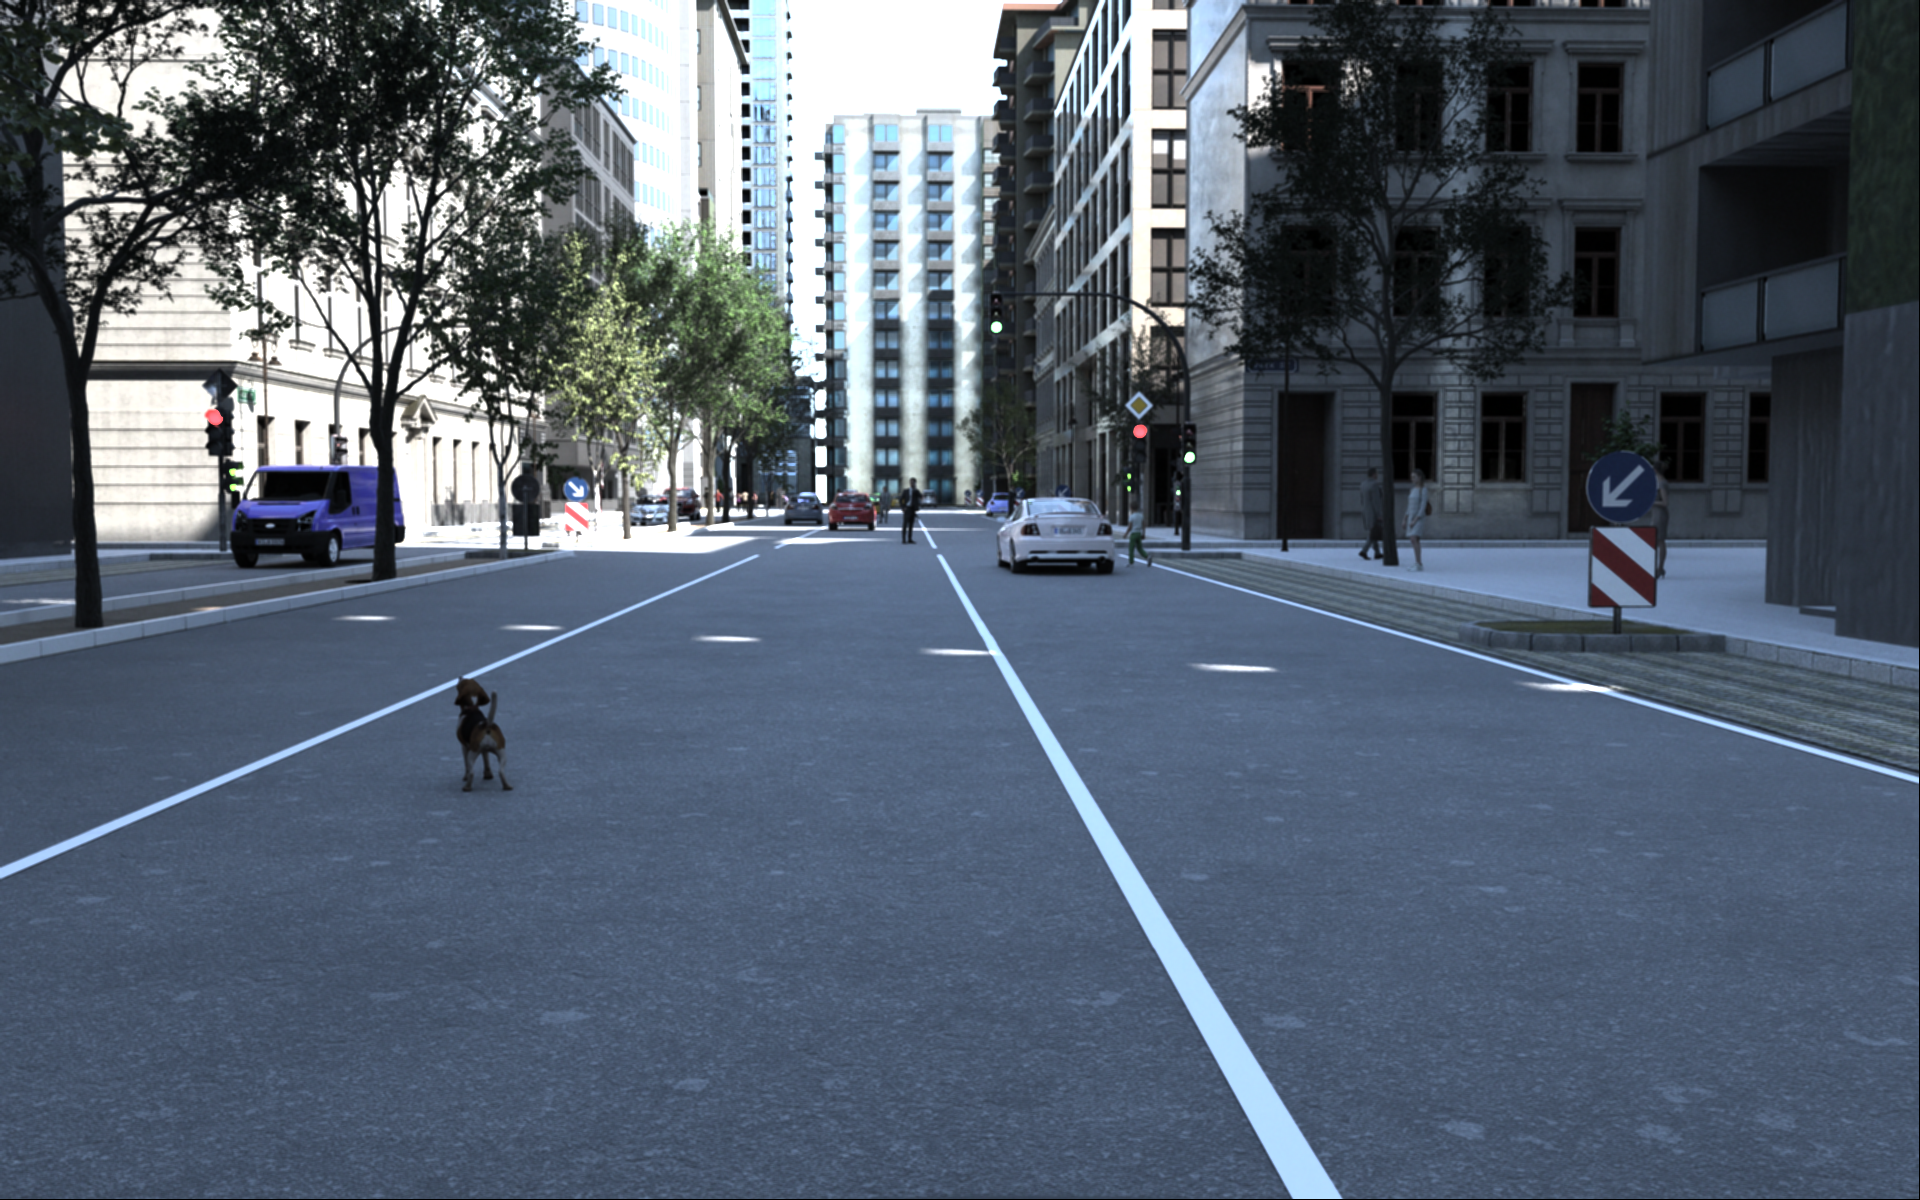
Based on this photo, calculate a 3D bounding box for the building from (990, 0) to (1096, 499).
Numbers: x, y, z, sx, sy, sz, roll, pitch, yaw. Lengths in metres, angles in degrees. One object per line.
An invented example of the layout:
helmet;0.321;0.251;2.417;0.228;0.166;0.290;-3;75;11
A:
building;14.139;-30.629;155.415;22.147;44.769;28.867;0;4;-2

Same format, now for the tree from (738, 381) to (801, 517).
tree;-11.642;-9.277;104.494;4.737;8.622;4.395;0;3;0

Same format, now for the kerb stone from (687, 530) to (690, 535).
kerb stone;-9.594;-2.327;60.240;0.120;0.150;1.000;0;4;-2

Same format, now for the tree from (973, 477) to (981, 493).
tree;2.295;-12.582;200.318;1.663;3.219;1.824;0;3;0

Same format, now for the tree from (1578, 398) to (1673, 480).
tree;13.462;-2.475;35.063;1.663;3.219;1.824;0;3;0

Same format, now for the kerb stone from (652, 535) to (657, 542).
kerb stone;-9.318;-1.824;52.058;0.120;0.150;1.000;0;4;-2

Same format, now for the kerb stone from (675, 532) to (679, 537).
kerb stone;-9.489;-2.139;57.173;0.120;0.150;1.000;0;4;-2

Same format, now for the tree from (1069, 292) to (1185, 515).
tree;6.358;-6.874;62.755;4.360;8.622;3.978;0;3;0

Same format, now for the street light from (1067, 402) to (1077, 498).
street light;5.656;-6.997;87.189;0.468;5.910;1.993;0;4;-2

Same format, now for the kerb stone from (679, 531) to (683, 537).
kerb stone;-9.520;-2.202;58.195;0.120;0.150;1.000;0;4;-2

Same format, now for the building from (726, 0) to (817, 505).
building;-33.720;-55.165;214.621;31.000;86.520;22.319;0;4;-2

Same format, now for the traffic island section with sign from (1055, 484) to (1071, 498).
traffic island section with sign;4.107;-3.874;71.966;1.989;1.847;2.006;0;4;-2

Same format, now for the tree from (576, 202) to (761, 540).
tree;-10.330;-7.158;53.899;8.767;10.594;7.601;0;4;-2

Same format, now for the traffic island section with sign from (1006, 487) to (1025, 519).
traffic island section with sign;3.222;-5.522;98.907;1.989;1.847;2.006;0;4;-2

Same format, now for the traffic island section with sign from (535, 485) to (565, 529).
traffic island section with sign;-17.211;-3.832;71.285;1.989;1.847;2.006;0;4;-2

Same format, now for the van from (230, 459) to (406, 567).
van;-13.176;-1.910;35.609;2.240;2.365;5.245;0;3;0

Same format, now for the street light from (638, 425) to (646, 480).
street light;-21.060;-8.666;114.470;0.468;5.910;1.993;0;4;-2

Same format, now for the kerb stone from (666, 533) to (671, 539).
kerb stone;-9.422;-2.014;55.123;0.120;0.150;1.000;0;4;-2

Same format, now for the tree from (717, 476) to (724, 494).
tree;-23.251;-10.626;168.339;1.663;3.219;1.824;0;3;0

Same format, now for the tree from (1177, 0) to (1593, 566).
tree;7.390;-5.895;30.790;7.601;10.594;8.767;0;3;0

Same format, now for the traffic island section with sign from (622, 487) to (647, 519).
traffic island section with sign;-18.093;-5.490;98.390;1.989;1.847;2.006;0;4;-2

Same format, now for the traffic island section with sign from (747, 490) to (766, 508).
traffic island section with sign;-20.597;-10.197;175.342;1.989;1.847;2.006;0;4;-2

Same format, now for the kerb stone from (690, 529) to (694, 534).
kerb stone;-9.624;-2.389;61.262;0.120;0.150;1.000;0;4;-2

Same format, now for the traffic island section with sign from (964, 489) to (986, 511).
traffic island section with sign;1.571;-8.629;149.711;1.989;1.847;2.006;0;4;-2

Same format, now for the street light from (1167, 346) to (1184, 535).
street light;6.758;-4.955;53.798;0.468;5.910;1.993;0;4;-2

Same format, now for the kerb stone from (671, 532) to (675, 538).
kerb stone;-9.457;-2.076;56.144;0.120;0.150;1.000;0;4;-2

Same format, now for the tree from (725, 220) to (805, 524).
tree;-10.501;-8.272;63.457;9.928;11.665;9.643;0;3;0

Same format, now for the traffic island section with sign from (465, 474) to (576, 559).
traffic island section with sign;-9.951;-1.897;39.149;2.006;1.907;1.989;0;4;-2

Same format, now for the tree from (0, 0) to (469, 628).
tree;-9.307;-4.997;18.566;8.767;10.594;7.601;0;4;-2

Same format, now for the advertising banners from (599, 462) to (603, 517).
advertising banners;-19.729;-6.036;94.872;0.090;3.025;2.074;0;4;0

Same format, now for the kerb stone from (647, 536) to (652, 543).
kerb stone;-9.292;-1.764;51.036;0.120;0.150;1.000;0;4;-2

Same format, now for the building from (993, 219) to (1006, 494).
building;10.338;-24.800;177.187;14.160;30.474;14.107;0;4;-2

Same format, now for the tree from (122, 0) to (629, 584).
tree;-9.147;-6.066;27.391;9.928;11.665;9.643;0;3;0

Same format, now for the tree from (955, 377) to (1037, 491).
tree;3.967;-12.384;136.891;8.767;10.594;7.601;0;4;-7

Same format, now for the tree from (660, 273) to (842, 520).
tree;-11.501;-11.125;94.724;12.009;13.543;11.850;0;3;0

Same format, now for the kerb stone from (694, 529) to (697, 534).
kerb stone;-9.653;-2.449;62.289;0.120;0.150;1.000;0;4;-2

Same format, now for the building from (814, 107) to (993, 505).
building;-2.750;-36.551;217.212;30.456;49.044;23.786;0;4;-2

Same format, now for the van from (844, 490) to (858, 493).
van;-10.969;-10.257;174.705;2.013;2.044;4.112;0;4;0

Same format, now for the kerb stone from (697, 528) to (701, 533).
kerb stone;-9.690;-2.515;63.310;0.120;0.150;1.000;0;4;-2

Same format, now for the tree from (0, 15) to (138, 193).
tree;-8.997;-5.523;10.882;7.486;12.596;7.792;0;3;0

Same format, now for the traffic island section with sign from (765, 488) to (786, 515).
traffic island section with sign;-12.632;-6.943;121.651;2.006;1.907;1.989;0;4;-2

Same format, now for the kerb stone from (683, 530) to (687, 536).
kerb stone;-9.552;-2.251;59.219;0.120;0.150;1.000;0;4;-2

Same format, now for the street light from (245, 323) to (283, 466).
street light;-18.710;-4.522;46.730;0.468;5.910;1.993;0;4;-2

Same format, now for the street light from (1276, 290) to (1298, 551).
street light;7.284;-4.029;38.669;0.468;5.910;1.993;0;4;-2

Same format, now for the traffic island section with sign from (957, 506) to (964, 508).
traffic island section with sign;0.680;-10.309;177.171;1.989;1.847;2.006;0;4;-2

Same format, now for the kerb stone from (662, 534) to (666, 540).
kerb stone;-9.390;-1.946;54.101;0.120;0.150;1.000;0;4;-2

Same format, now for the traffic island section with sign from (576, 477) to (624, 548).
traffic island section with sign;-10.182;-2.350;46.552;2.006;1.907;1.989;0;4;-2

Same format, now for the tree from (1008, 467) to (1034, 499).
tree;4.170;-8.283;130.024;1.663;3.219;1.824;0;3;0

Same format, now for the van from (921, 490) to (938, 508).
van;-3.293;-10.726;182.387;2.013;2.044;4.112;0;4;-2

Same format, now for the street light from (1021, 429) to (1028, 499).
street light;4.533;-9.086;121.340;0.468;5.910;1.993;0;4;-2

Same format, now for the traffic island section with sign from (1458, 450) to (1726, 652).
traffic island section with sign;5.894;-0.484;16.535;1.989;1.847;2.006;0;4;-2

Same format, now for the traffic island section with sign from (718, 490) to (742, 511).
traffic island section with sign;-19.723;-8.549;148.401;1.989;1.847;2.006;0;4;-2

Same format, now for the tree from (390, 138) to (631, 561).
tree;-9.388;-5.046;35.320;4.737;8.622;4.395;0;3;0

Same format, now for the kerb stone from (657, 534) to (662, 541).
kerb stone;-9.355;-1.889;53.079;0.120;0.150;1.000;0;4;-2

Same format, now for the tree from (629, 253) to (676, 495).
tree;-10.039;-5.804;47.707;4.737;8.622;4.395;0;3;0

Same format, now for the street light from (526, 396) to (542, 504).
street light;-19.837;-6.607;80.804;0.468;5.910;1.993;0;4;-2
